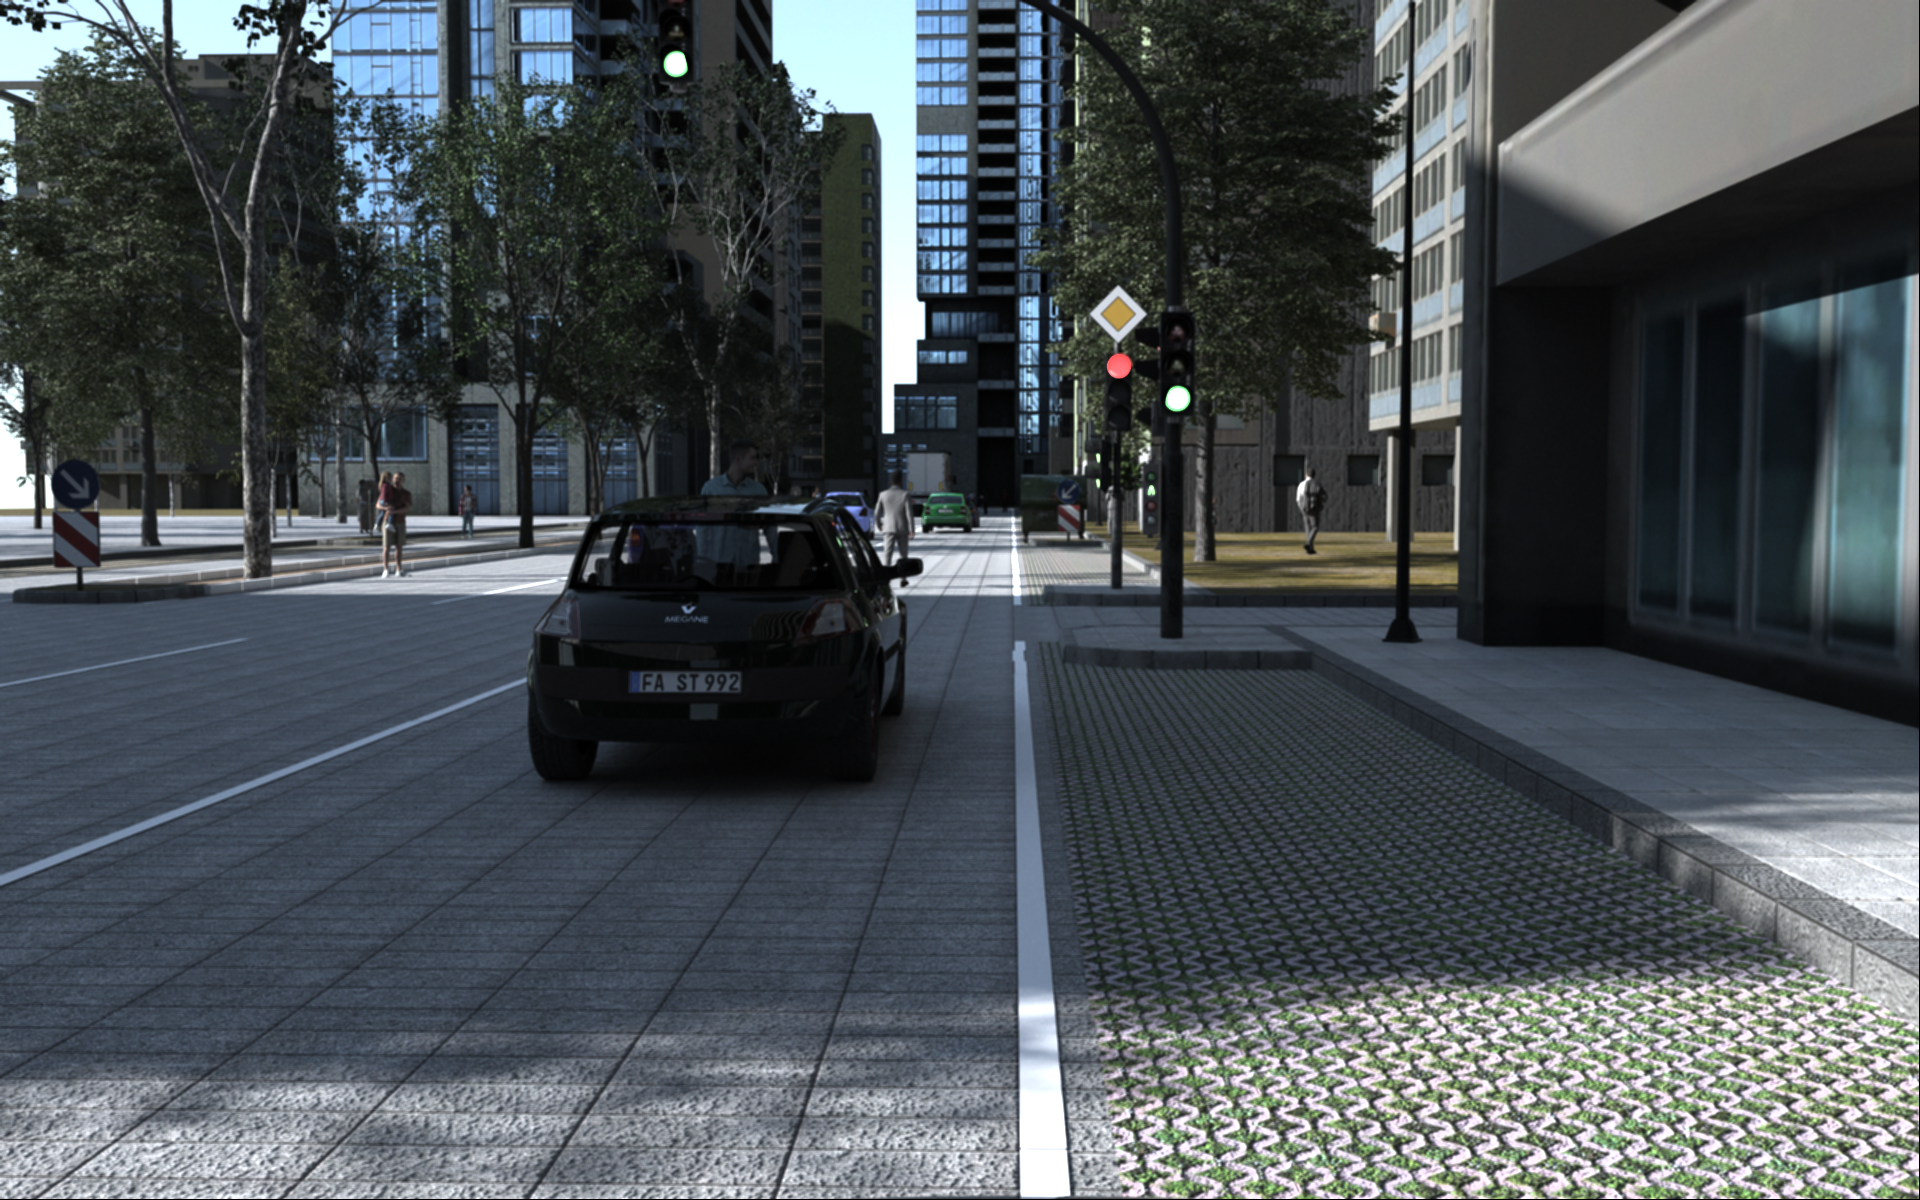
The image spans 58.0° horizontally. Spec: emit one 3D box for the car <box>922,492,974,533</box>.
[{"bbox_3d":[-0.462,-3.462,65.394,1.959,1.807,4.718,0,4,2],"label":"car"}]

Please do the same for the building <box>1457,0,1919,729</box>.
[{"bbox_3d":[14.755,-23.207,3.144,21.300,48.544,21.600,0,4,2],"label":"building"}]

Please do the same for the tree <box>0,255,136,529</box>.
[{"bbox_3d":[-33.897,-7.922,63.931,8.767,10.594,7.601,1,4,20],"label":"tree"}]

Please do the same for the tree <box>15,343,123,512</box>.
[{"bbox_3d":[-42.138,-8.169,83.931,4.737,8.622,4.395,0,3,0],"label":"tree"}]

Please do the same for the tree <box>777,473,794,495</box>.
[{"bbox_3d":[-15.936,-10.030,158.589,1.663,3.219,1.824,0,3,0],"label":"tree"}]

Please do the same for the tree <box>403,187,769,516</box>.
[{"bbox_3d":[-10.660,-6.987,51.110,8.767,10.594,7.601,0,4,2],"label":"tree"}]

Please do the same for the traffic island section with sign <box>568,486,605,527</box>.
[{"bbox_3d":[-15.918,-4.098,75.627,1.989,1.847,2.006,0,4,2],"label":"traffic island section with sign"}]

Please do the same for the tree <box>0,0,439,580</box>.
[{"bbox_3d":[-12.550,-10.395,28.306,12.611,20.169,13.585,0,3,0],"label":"tree"}]

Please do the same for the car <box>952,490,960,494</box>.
[{"bbox_3d":[-0.858,-9.040,156.482,2.281,1.827,5.304,0,4,4],"label":"car"}]

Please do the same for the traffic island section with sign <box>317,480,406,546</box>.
[{"bbox_3d":[-16.716,-2.448,48.660,1.989,1.847,2.006,0,4,2],"label":"traffic island section with sign"}]

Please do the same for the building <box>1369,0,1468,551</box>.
[{"bbox_3d":[22.413,-21.041,35.899,23.993,40.220,32.217,0,4,2],"label":"building"}]

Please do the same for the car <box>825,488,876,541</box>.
[{"bbox_3d":[-3.597,-2.759,54.698,1.945,1.707,3.694,0,4,0],"label":"car"}]

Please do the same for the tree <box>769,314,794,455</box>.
[{"bbox_3d":[-10.659,-7.484,59.229,8.767,10.594,7.601,0,4,2],"label":"tree"}]

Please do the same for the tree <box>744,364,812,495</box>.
[{"bbox_3d":[-9.647,-8.423,90.531,4.360,8.622,3.978,0,3,0],"label":"tree"}]

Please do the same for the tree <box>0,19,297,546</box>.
[{"bbox_3d":[-20.447,-7.598,42.361,7.486,12.596,7.792,0,3,0],"label":"tree"}]

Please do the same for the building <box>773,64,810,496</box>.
[{"bbox_3d":[-22.679,-29.601,167.563,14.086,41.232,14.154,0,4,2],"label":"building"}]

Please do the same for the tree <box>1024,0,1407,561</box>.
[{"bbox_3d":[4.959,-6.995,32.502,7.486,12.596,7.792,0,3,0],"label":"tree"}]

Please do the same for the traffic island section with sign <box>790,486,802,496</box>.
[{"bbox_3d":[-9.434,-5.536,98.656,2.006,1.907,1.989,0,4,2],"label":"traffic island section with sign"}]

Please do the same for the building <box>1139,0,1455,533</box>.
[{"bbox_3d":[13.588,-23.234,63.465,14.154,41.232,14.086,0,4,2],"label":"building"}]

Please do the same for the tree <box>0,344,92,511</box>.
[{"bbox_3d":[-38.351,-7.489,72.809,4.360,8.622,3.978,0,3,0],"label":"tree"}]

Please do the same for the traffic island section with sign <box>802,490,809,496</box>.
[{"bbox_3d":[-13.606,-8.813,152.724,1.989,1.847,2.006,0,4,2],"label":"traffic island section with sign"}]

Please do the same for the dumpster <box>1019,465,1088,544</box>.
[{"bbox_3d":[2.708,-2.766,50.182,1.985,2.255,1.502,0,4,3],"label":"dumpster"}]

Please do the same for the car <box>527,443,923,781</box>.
[{"bbox_3d":[-1.239,-0.016,10.054,2.009,1.686,4.222,0,4,1],"label":"car"}]

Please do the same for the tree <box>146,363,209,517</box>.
[{"bbox_3d":[-43.507,-8.899,95.861,4.360,8.622,3.978,0,3,0],"label":"tree"}]

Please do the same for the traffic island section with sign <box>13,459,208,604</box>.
[{"bbox_3d":[-11.674,-0.943,23.551,2.006,1.907,1.989,0,4,2],"label":"traffic island section with sign"}]

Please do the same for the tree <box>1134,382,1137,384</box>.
[{"bbox_3d":[9.558,-7.597,74.574,4.360,8.622,3.978,0,3,0],"label":"tree"}]

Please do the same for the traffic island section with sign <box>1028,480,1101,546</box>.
[{"bbox_3d":[2.888,-2.412,48.065,1.989,1.847,2.006,0,4,2],"label":"traffic island section with sign"}]

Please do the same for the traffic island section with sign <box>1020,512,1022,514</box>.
[{"bbox_3d":[3.716,-4.101,75.672,1.989,1.847,2.006,0,4,2],"label":"traffic island section with sign"}]

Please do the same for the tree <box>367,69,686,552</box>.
[{"bbox_3d":[-10.588,-6.973,42.224,9.928,11.665,9.643,0,3,0],"label":"tree"}]

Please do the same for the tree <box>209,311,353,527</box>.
[{"bbox_3d":[-25.817,-7.135,67.024,4.360,8.622,3.978,0,3,0],"label":"tree"}]

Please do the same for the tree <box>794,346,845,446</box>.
[{"bbox_3d":[-9.699,-9.001,84.028,8.767,10.594,7.601,0,4,2],"label":"tree"}]

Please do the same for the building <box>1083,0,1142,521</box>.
[{"bbox_3d":[13.173,-19.294,87.158,14.160,30.474,14.107,0,4,2],"label":"building"}]

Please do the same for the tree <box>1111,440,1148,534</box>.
[{"bbox_3d":[5.259,-3.773,56.283,1.663,3.219,1.824,0,3,0],"label":"tree"}]

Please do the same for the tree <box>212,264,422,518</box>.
[{"bbox_3d":[-34.119,-11.130,92.342,12.009,13.543,11.850,0,3,0],"label":"tree"}]

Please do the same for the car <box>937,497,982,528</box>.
[{"bbox_3d":[-0.057,-3.785,74.461,1.945,1.354,3.894,0,4,3],"label":"car"}]

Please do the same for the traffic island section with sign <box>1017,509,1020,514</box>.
[{"bbox_3d":[5.196,-7.129,125.186,1.989,1.847,2.006,0,4,2],"label":"traffic island section with sign"}]

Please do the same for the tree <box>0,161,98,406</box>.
[{"bbox_3d":[-32.128,-8.718,52.910,12.009,13.543,11.850,0,3,0],"label":"tree"}]

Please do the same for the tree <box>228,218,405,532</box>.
[{"bbox_3d":[-20.047,-7.616,58.937,7.601,10.594,8.767,1,4,18],"label":"tree"}]

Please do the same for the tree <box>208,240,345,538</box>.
[{"bbox_3d":[-20.189,-6.141,50.772,4.737,8.622,4.395,0,3,0],"label":"tree"}]

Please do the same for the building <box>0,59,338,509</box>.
[{"bbox_3d":[-70.205,-28.675,160.710,23.993,40.220,32.217,0,4,2],"label":"building"}]

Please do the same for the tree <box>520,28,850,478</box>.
[{"bbox_3d":[-11.203,-13.023,71.274,12.611,20.169,13.585,0,3,0],"label":"tree"}]
